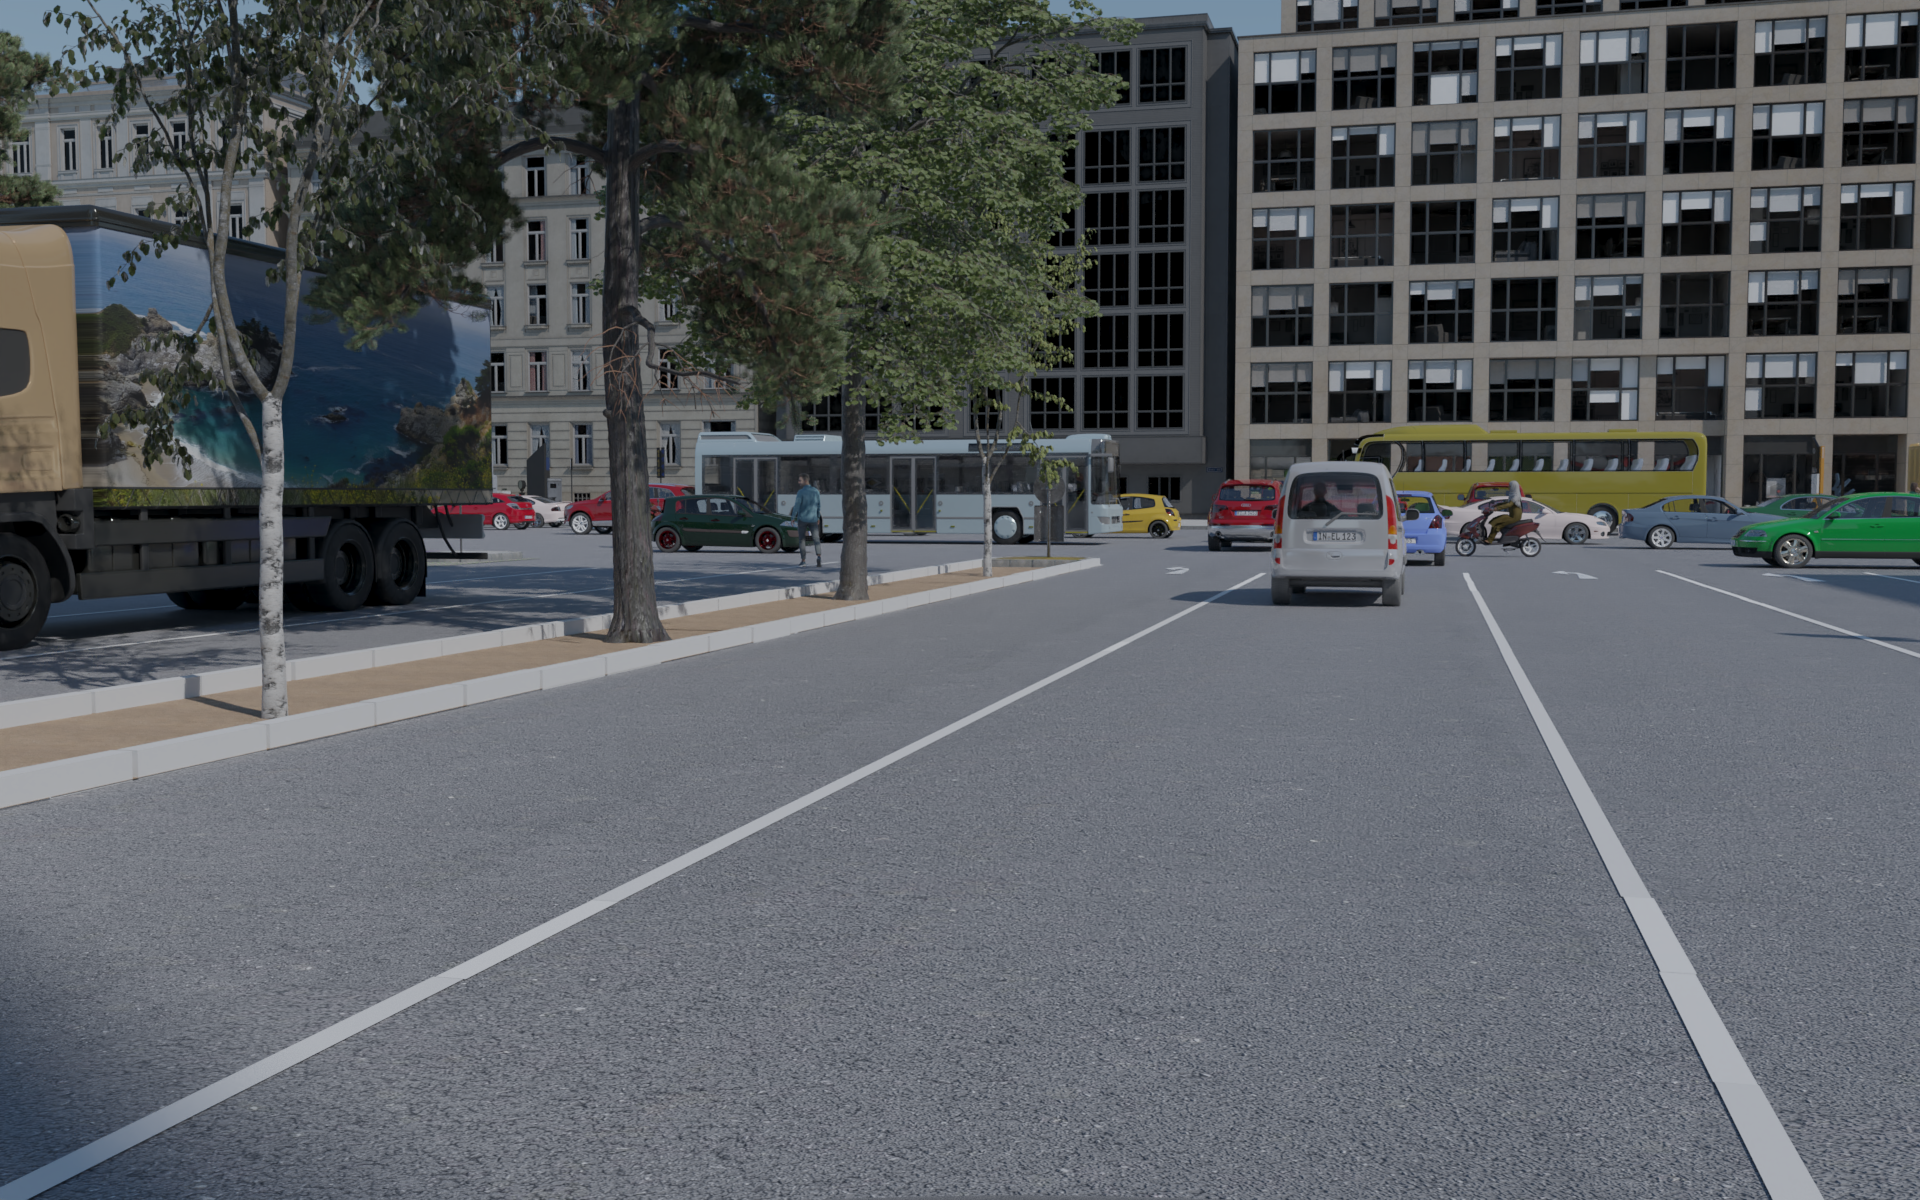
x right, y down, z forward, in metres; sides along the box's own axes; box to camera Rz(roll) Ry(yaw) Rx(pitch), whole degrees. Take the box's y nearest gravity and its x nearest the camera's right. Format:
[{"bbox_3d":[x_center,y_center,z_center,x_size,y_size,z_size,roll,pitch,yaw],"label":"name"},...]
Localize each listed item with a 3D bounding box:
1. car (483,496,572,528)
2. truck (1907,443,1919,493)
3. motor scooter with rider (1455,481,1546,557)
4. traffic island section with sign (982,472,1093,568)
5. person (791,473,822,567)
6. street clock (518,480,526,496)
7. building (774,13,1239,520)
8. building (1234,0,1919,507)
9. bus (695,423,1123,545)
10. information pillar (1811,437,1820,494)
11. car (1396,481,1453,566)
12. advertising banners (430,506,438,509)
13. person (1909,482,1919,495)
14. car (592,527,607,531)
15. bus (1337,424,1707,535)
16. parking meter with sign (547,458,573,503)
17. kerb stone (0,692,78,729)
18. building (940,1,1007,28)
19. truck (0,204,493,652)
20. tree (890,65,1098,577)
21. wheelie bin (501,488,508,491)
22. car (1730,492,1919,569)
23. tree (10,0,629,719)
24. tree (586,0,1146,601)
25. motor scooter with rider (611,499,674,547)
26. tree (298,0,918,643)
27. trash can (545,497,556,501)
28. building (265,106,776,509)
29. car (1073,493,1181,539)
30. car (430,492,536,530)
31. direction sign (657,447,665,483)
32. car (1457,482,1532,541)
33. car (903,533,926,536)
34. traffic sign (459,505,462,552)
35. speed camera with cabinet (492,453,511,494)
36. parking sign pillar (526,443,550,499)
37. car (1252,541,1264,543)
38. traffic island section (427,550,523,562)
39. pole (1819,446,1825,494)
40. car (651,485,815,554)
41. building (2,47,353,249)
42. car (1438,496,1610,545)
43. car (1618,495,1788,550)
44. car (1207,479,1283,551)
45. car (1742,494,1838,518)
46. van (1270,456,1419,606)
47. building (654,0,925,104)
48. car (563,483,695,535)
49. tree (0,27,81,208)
[{"bbox_3d":[-18.929,-3.782,74.200,4.827,1.381,2.083,1,4,15],"label":"car"},{"bbox_3d":[36.419,-3.683,56.136,9.791,3.379,3.469,1,4,16],"label":"truck"},{"bbox_3d":[12.341,-1.868,39.512,1.986,1.779,0.876,1,4,16],"label":"motor scooter with rider"},{"bbox_3d":[1.640,-1.611,34.472,2.006,1.907,1.989,1,4,15],"label":"traffic island section with sign"},{"bbox_3d":[-3.006,-1.575,34.109,0.638,1.841,0.748,-1,4,-22],"label":"person"},{"bbox_3d":[-22.857,-5.250,90.412,0.358,2.002,0.471,-3,5,-43],"label":"street clock"},{"bbox_3d":[3.142,-18.357,93.648,24.014,27.812,14.314,1,4,15],"label":"building"},{"bbox_3d":[32.289,-17.382,88.711,34.151,26.468,19.350,1,4,15],"label":"building"},{"bbox_3d":[-1.111,-3.408,50.582,13.247,3.499,2.948,1,4,16],"label":"bus"},{"bbox_3d":[35.255,-4.896,71.407,0.183,3.616,0.504,0,4,1],"label":"information pillar"},{"bbox_3d":[9.212,-1.610,35.911,1.945,1.707,3.694,1,4,15],"label":"car"},{"bbox_3d":[-27.286,-5.721,89.723,2.074,3.025,0.090,2,4,31],"label":"advertising banners"},{"bbox_3d":[29.857,-2.784,54.265,0.529,1.795,0.600,-1,4,-22],"label":"person"},{"bbox_3d":[-12.869,-3.424,68.346,4.827,1.381,2.083,1,4,14],"label":"car"},{"bbox_3d":[19.689,-4.271,61.377,12.252,3.916,2.896,1,4,16],"label":"bus"},{"bbox_3d":[-19.662,-5.363,83.947,1.738,3.016,0.543,-1,4,-15],"label":"parking meter with sign"},{"bbox_3d":[-5.807,0.700,10.744,0.120,0.150,1.000,1,4,15],"label":"kerb stone"},{"bbox_3d":[-7.658,-51.410,153.226,22.319,86.520,31.000,1,4,15],"label":"building"},{"bbox_3d":[-9.020,-1.858,19.291,2.839,4.237,11.283,1,4,13],"label":"truck"},{"bbox_3d":[0.454,-4.686,29.443,4.737,8.622,4.395,0,3,0],"label":"tree"},{"bbox_3d":[-24.807,-5.286,94.326,0.693,1.594,0.980,-2,4,-35],"label":"wheelie bin"},{"bbox_3d":[17.545,-1.519,33.631,4.718,1.807,1.959,1,4,15],"label":"car"},{"bbox_3d":[-4.315,-3.558,10.997,4.360,8.622,3.978,0,3,0],"label":"tree"},{"bbox_3d":[-1.434,-6.289,23.409,7.486,12.596,7.792,0,3,0],"label":"tree"},{"bbox_3d":[-8.340,-2.258,45.890,1.986,1.779,0.876,1,4,16],"label":"motor scooter with rider"},{"bbox_3d":[-3.227,-5.623,16.444,6.751,12.117,7.091,0,3,0],"label":"tree"},{"bbox_3d":[-19.453,-4.298,81.932,0.748,1.137,0.748,0,3,0],"label":"trash can"},{"bbox_3d":[-22.598,-16.447,102.184,30.059,22.955,16.112,1,4,15],"label":"building"},{"bbox_3d":[5.213,-2.837,56.604,3.980,1.641,2.015,1,4,14],"label":"car"},{"bbox_3d":[-19.336,-3.709,69.678,4.494,1.783,2.155,1,4,15],"label":"car"},{"bbox_3d":[-14.512,-5.629,84.034,0.379,3.537,0.876,-2,4,-33],"label":"direction sign"},{"bbox_3d":[16.876,-2.812,54.653,2.281,1.827,5.304,1,4,15],"label":"car"},{"bbox_3d":[-2.857,-3.068,59.944,4.222,1.686,2.009,1,4,14],"label":"car"},{"bbox_3d":[-10.810,-2.070,37.484,0.795,2.450,0.064,1,4,15],"label":"traffic sign"},{"bbox_3d":[-22.770,-5.542,84.941,0.660,3.252,2.038,1,4,13],"label":"speed camera with cabinet"},{"bbox_3d":[-22.418,-6.338,92.097,1.447,3.967,1.447,2,4,31],"label":"parking sign pillar"},{"bbox_3d":[10.553,-2.592,51.056,5.304,1.827,2.281,1,4,14],"label":"car"},{"bbox_3d":[-10.834,-0.934,37.552,2.009,0.180,2.903,1,4,15],"label":"traffic island section"},{"bbox_3d":[36.611,-4.882,73.663,0.158,3.312,0.155,0,3,0],"label":"pole"},{"bbox_3d":[-5.592,-2.008,42.613,4.222,1.686,2.009,1,4,14],"label":"car"},{"bbox_3d":[-47.190,-19.648,107.148,20.117,28.700,13.634,1,4,15],"label":"building"},{"bbox_3d":[16.253,-2.311,50.145,4.827,1.381,2.083,1,4,16],"label":"car"},{"bbox_3d":[19.555,-2.025,45.116,4.499,1.417,2.014,1,4,17],"label":"car"},{"bbox_3d":[7.623,-2.218,44.936,2.281,1.827,5.304,1,4,14],"label":"car"},{"bbox_3d":[24.594,-2.298,49.368,4.920,1.459,2.131,1,4,15],"label":"car"},{"bbox_3d":[5.219,-1.016,23.621,2.013,2.044,4.112,1,4,15],"label":"van"},{"bbox_3d":[-20.388,-52.895,177.497,31.000,86.520,22.319,1,4,15],"label":"building"},{"bbox_3d":[-11.490,-3.218,61.288,5.304,1.827,2.281,1,4,15],"label":"car"},{"bbox_3d":[-16.671,-6.299,25.041,6.751,12.117,7.091,0,3,0],"label":"tree"}]
